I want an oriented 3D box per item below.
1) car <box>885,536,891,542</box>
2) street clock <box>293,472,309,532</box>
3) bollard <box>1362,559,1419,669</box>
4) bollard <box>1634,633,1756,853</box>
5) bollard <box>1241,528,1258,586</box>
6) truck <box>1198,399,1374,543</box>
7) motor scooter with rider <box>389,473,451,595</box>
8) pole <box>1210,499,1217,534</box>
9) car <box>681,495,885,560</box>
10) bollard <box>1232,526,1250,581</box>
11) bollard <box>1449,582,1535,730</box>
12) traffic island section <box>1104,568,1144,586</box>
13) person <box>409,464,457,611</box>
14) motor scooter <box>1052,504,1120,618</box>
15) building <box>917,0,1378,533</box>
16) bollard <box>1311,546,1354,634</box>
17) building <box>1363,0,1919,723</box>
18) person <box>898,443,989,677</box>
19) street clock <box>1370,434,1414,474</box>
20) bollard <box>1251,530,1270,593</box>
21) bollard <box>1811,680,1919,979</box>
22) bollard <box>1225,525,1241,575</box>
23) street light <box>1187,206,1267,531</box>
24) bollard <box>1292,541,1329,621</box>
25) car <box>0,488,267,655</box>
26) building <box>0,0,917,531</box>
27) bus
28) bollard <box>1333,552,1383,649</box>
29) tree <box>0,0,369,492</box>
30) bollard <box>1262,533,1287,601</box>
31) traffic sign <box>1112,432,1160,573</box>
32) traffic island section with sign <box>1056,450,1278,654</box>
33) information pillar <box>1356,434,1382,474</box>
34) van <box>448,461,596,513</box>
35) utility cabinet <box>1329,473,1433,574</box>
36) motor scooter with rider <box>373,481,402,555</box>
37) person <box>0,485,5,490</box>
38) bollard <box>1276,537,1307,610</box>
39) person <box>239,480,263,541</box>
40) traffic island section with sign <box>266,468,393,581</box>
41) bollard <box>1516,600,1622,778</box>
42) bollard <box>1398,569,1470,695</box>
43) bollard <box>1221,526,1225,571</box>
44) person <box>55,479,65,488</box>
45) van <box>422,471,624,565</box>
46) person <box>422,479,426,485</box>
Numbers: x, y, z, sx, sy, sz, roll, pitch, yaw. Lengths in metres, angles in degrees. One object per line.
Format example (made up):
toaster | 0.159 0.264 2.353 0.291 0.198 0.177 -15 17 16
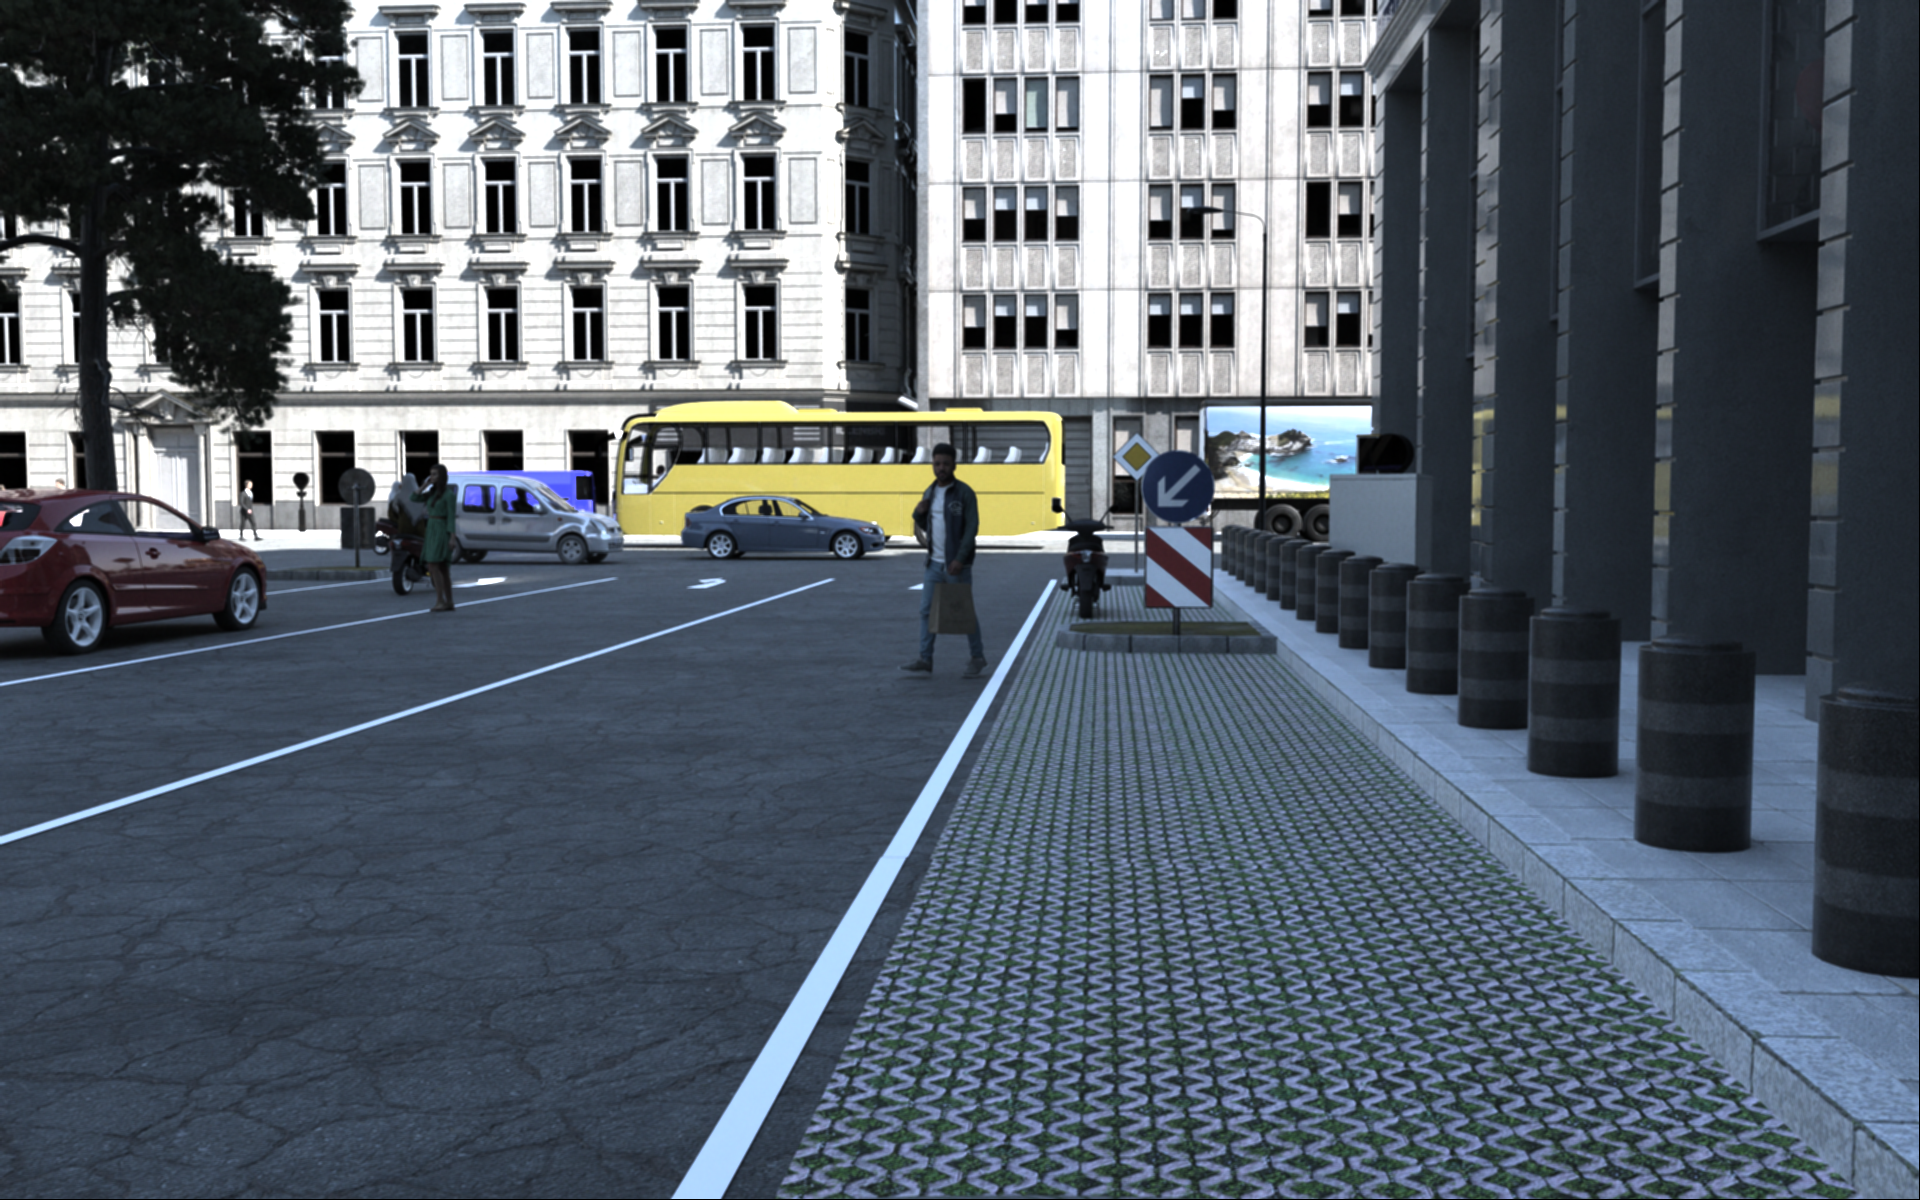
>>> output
car | -3.803 -2.437 51.641 4.920 1.459 2.131 0 4 6
street clock | -22.070 -3.272 58.071 0.471 2.002 0.358 0 4 -5
bollard | 3.239 0.115 12.843 0.404 0.777 0.398 0 3 0
bollard | 2.699 0.511 6.364 0.404 0.777 0.398 0 3 0
bollard | 4.178 -0.578 24.165 0.404 0.777 0.398 0 3 0
truck | 12.900 -3.863 52.079 11.283 4.237 2.839 0 4 4
motor scooter with rider | -7.845 -0.996 25.249 0.876 1.779 1.986 0 4 4
pole | 8.234 -3.813 56.193 0.158 3.312 0.155 0 3 0
car | -3.909 -1.619 38.478 4.499 1.417 2.014 0 4 3
bollard | 4.310 -0.676 25.775 0.404 0.777 0.398 0 3 0
bollard | 2.971 0.313 9.597 0.404 0.777 0.398 0 3 0
traffic island section | 2.902 -0.369 28.311 2.009 0.180 2.903 0 4 5
person | -6.312 -0.754 21.068 0.600 1.795 0.529 2 4 24
motor scooter | 1.490 -0.474 20.525 0.815 1.314 1.986 0 4 4
building | 8.980 -14.944 62.356 19.932 24.808 12.078 0 4 5
bollard | 3.507 -0.083 16.074 0.404 0.777 0.398 0 3 0
building | 10.556 -14.290 11.143 11.434 29.767 29.804 0 4 5
person | -0.077 -0.303 13.446 0.713 1.824 0.794 -2 4 -31
street clock | 5.190 -0.996 20.852 0.471 2.002 0.358 2 4 32
bollard | 4.042 -0.479 22.555 0.404 0.777 0.398 0 3 0
bollard | 2.569 0.609 4.753 0.404 0.777 0.398 0 3 0
bollard | 4.443 -0.775 27.386 0.404 0.777 0.398 0 3 0
street light | 4.368 -3.396 28.063 1.470 5.913 1.316 0 4 5
bollard | 3.640 -0.182 17.692 0.404 0.777 0.398 0 3 0
car | -8.525 -0.485 16.971 2.155 1.783 4.494 0 4 7
building | -23.141 -17.822 67.802 44.131 29.872 17.030 0 4 5
bus | -3.361 -3.347 46.275 12.252 3.916 2.896 0 4 6
bollard | 3.370 0.016 14.463 0.404 0.777 0.398 0 3 0
tree | -11.426 -6.007 22.720 6.751 12.117 7.091 0 3 0
bollard | 3.909 -0.380 20.933 0.404 0.777 0.398 0 3 0
traffic sign | 2.878 -1.504 28.236 0.795 2.450 0.064 0 4 5
traffic island section with sign | 1.925 -0.477 16.423 1.989 1.847 2.006 0 4 5
information pillar | 5.099 -1.040 21.498 0.304 2.012 0.304 2 4 32
van | -12.404 -2.553 46.122 5.245 2.365 2.240 0 4 7
utility cabinet | 4.628 -0.636 19.078 0.318 1.500 1.173 -3 4 -39
motor scooter with rider | -13.020 -1.946 40.788 1.986 1.779 0.876 0 4 6
person | -31.255 -2.899 56.646 0.760 1.731 0.466 -1 4 -21
bollard | 3.775 -0.281 19.314 0.404 0.777 0.398 0 3 0
person | -21.666 -2.725 52.833 0.755 1.850 0.659 1 4 17
traffic island section with sign | -10.583 -1.317 29.664 2.006 1.907 1.989 0 4 5
bollard | 2.832 0.412 7.987 0.404 0.777 0.398 0 3 0
bollard | 3.103 0.213 11.233 0.404 0.777 0.398 0 3 0
bollard | 4.580 -0.874 29.014 0.404 0.777 0.398 0 3 0
person | -23.563 -2.267 45.534 0.622 1.834 0.822 3 5 45
van | -9.067 -1.769 35.932 4.112 2.044 2.013 0 4 5
person | -13.374 -2.138 43.635 0.721 1.800 0.419 -3 4 -38
